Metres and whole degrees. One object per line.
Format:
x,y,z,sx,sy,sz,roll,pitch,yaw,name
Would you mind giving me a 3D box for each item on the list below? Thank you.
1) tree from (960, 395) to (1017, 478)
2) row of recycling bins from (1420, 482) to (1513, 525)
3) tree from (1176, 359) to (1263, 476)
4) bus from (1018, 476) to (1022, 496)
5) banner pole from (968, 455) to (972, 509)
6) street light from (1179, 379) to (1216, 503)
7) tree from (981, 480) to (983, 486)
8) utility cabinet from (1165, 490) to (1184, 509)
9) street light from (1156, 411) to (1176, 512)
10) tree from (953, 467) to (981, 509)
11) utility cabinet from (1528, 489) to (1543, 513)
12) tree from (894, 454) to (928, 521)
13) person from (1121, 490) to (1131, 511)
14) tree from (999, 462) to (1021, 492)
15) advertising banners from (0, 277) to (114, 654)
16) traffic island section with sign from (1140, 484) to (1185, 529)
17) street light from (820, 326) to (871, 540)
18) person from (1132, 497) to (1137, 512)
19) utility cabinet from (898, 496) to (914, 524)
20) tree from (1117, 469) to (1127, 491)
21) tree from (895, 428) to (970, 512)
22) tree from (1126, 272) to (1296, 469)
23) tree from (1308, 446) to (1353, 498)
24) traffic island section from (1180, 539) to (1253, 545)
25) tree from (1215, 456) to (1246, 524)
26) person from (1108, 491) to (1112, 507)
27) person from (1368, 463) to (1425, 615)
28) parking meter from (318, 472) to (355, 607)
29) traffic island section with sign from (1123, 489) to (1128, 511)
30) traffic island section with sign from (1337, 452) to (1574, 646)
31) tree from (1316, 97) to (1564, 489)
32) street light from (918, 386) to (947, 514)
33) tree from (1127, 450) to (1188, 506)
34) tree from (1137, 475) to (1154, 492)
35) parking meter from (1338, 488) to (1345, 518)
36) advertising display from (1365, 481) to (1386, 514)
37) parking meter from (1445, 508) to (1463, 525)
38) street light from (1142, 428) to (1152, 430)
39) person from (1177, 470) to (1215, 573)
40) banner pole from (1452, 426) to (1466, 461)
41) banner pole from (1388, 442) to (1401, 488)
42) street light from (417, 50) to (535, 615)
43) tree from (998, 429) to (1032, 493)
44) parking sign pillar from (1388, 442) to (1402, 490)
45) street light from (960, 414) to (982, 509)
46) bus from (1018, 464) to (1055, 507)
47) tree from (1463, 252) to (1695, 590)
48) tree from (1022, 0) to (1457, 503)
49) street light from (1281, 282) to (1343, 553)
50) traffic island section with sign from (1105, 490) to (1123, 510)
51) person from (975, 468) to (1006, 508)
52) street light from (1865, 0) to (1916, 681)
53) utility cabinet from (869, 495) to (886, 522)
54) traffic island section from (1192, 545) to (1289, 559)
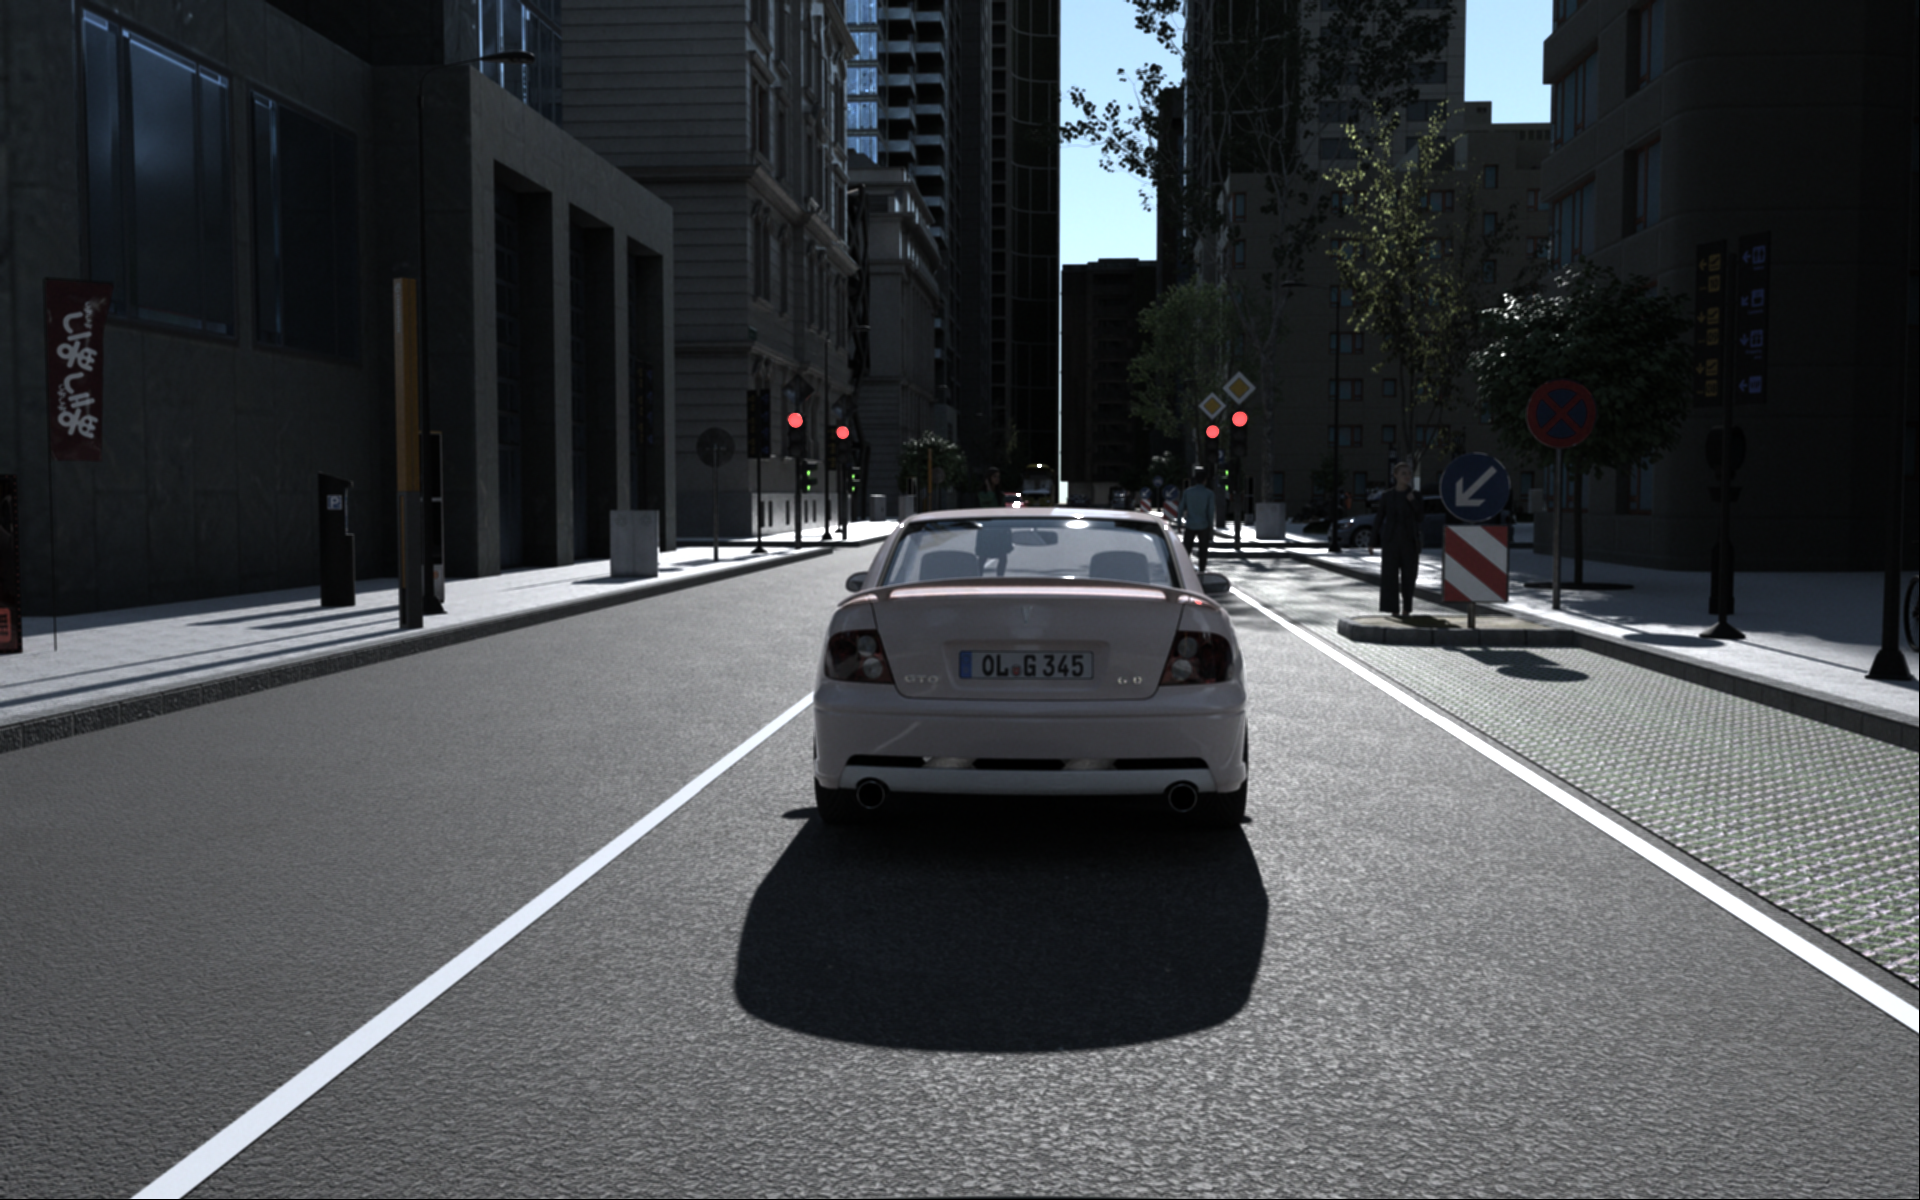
2.199,-10.943,129.285,4.360,8.622,3.978,0,3,0,tree
17.470,-3.229,59.915,3.534,1.692,1.069,-1,4,-18,row of recycling bins
13.368,-8.571,90.501,4.737,8.622,4.395,0,3,0,tree
7.417,-10.700,166.496,2.896,3.916,12.252,0,4,5,bus
0.633,-7.381,110.699,0.401,3.779,0.863,-1,4,-15,banner pole
9.736,-5.963,70.033,1.470,5.913,1.316,0,4,4,street light
0.937,-7.967,124.864,1.663,3.219,1.824,0,3,0,tree
13.263,-6.012,106.975,1.173,1.500,0.318,-2,4,-25,utility cabinet
11.753,-7.558,96.117,1.470,5.913,1.316,0,4,4,street light
0.134,-7.565,118.290,1.663,3.219,1.824,0,3,0,tree
26.616,-4.319,79.289,1.173,1.500,0.318,-1,4,-15,utility cabinet
-2.508,-5.386,82.662,1.663,3.219,1.824,0,3,0,tree
12.586,-7.459,131.251,0.742,1.727,0.445,-1,4,-15,person
5.009,-11.948,179.070,4.285,4.588,4.351,0,3,0,tree
-7.793,-1.074,13.740,2.074,3.025,0.090,-3,4,-38,advertising banners
8.618,-3.887,72.183,1.989,1.847,2.006,0,4,4,traffic island section with sign
-3.170,-4.621,48.096,1.470,5.913,1.316,0,4,4,street light
11.548,-6.216,114.822,0.352,1.250,0.332,1,4,15,person
-2.204,-3.664,71.062,0.306,1.237,1.020,1,4,21,utility cabinet
19.200,-12.773,192.556,4.285,4.588,4.351,0,3,0,tree
-1.521,-6.272,86.267,4.285,4.588,4.351,0,3,0,tree
11.381,-9.437,80.053,9.928,11.665,9.643,0,3,0,tree
14.895,-4.628,70.267,1.663,3.219,1.824,0,3,0,tree
6.925,-1.551,47.642,2.009,0.180,2.903,0,4,4,traffic island section
11.747,-4.837,73.680,1.663,3.219,1.824,0,3,0,tree
15.582,-10.475,180.450,0.721,1.739,1.217,0,4,-6,person
4.793,-0.614,18.964,0.576,1.772,0.534,0,4,-6,person
-7.137,-0.699,19.833,0.372,1.533,0.369,0,3,0,parking meter
10.497,-5.542,99.240,1.989,1.847,2.006,0,4,4,traffic island section with sign
4.835,-0.526,17.227,1.989,1.847,2.006,0,4,4,traffic island section with sign
8.703,-5.024,32.503,4.360,8.622,3.978,0,3,0,tree
-1.237,-6.240,74.569,1.470,5.913,1.316,0,4,4,street light
15.395,-8.821,127.934,4.285,4.588,4.351,0,3,0,tree
16.862,-9.993,157.982,1.663,3.219,1.824,0,3,0,tree
15.968,-3.933,72.722,0.372,1.533,0.369,0,3,0,parking meter
20.755,-4.974,86.539,0.974,1.923,0.123,1,4,20,advertising display
11.499,-2.111,40.221,0.399,1.863,0.255,2,4,34,parking meter
13.578,-9.165,122.395,1.470,5.913,1.316,0,4,4,street light
3.824,-1.203,28.192,0.660,1.820,0.620,1,4,21,person
18.316,-4.500,63.590,0.863,3.779,0.401,-2,4,-33,banner pole
20.875,-5.693,83.095,0.401,3.779,0.863,-3,5,-40,banner pole
-5.149,-2.801,18.336,1.470,5.913,1.316,0,4,4,street light
6.179,-14.797,192.294,4.737,8.622,4.395,0,3,0,tree
22.792,-6.253,90.703,1.447,3.967,1.447,2,4,26,parking sign pillar
0.596,-7.836,100.665,1.470,5.913,1.316,0,4,4,street light
6.681,-9.525,147.285,2.896,3.916,12.252,0,4,4,bus
8.588,-2.449,23.753,4.285,4.588,4.351,0,3,0,tree
8.904,-12.264,56.404,12.611,20.169,13.585,0,3,0,tree
7.721,-4.006,38.041,1.470,5.913,1.316,0,4,4,street light
15.790,-10.245,176.138,1.989,1.847,2.006,0,4,4,traffic island section with sign
0.445,-0.935,24.037,0.529,1.795,0.600,3,5,43,person
5.942,-2.410,11.941,1.470,5.913,1.316,0,4,4,street light
-3.834,-4.270,80.971,0.306,1.237,1.020,2,4,30,utility cabinet
6.376,-1.064,39.676,2.009,0.180,2.903,0,4,4,traffic island section
